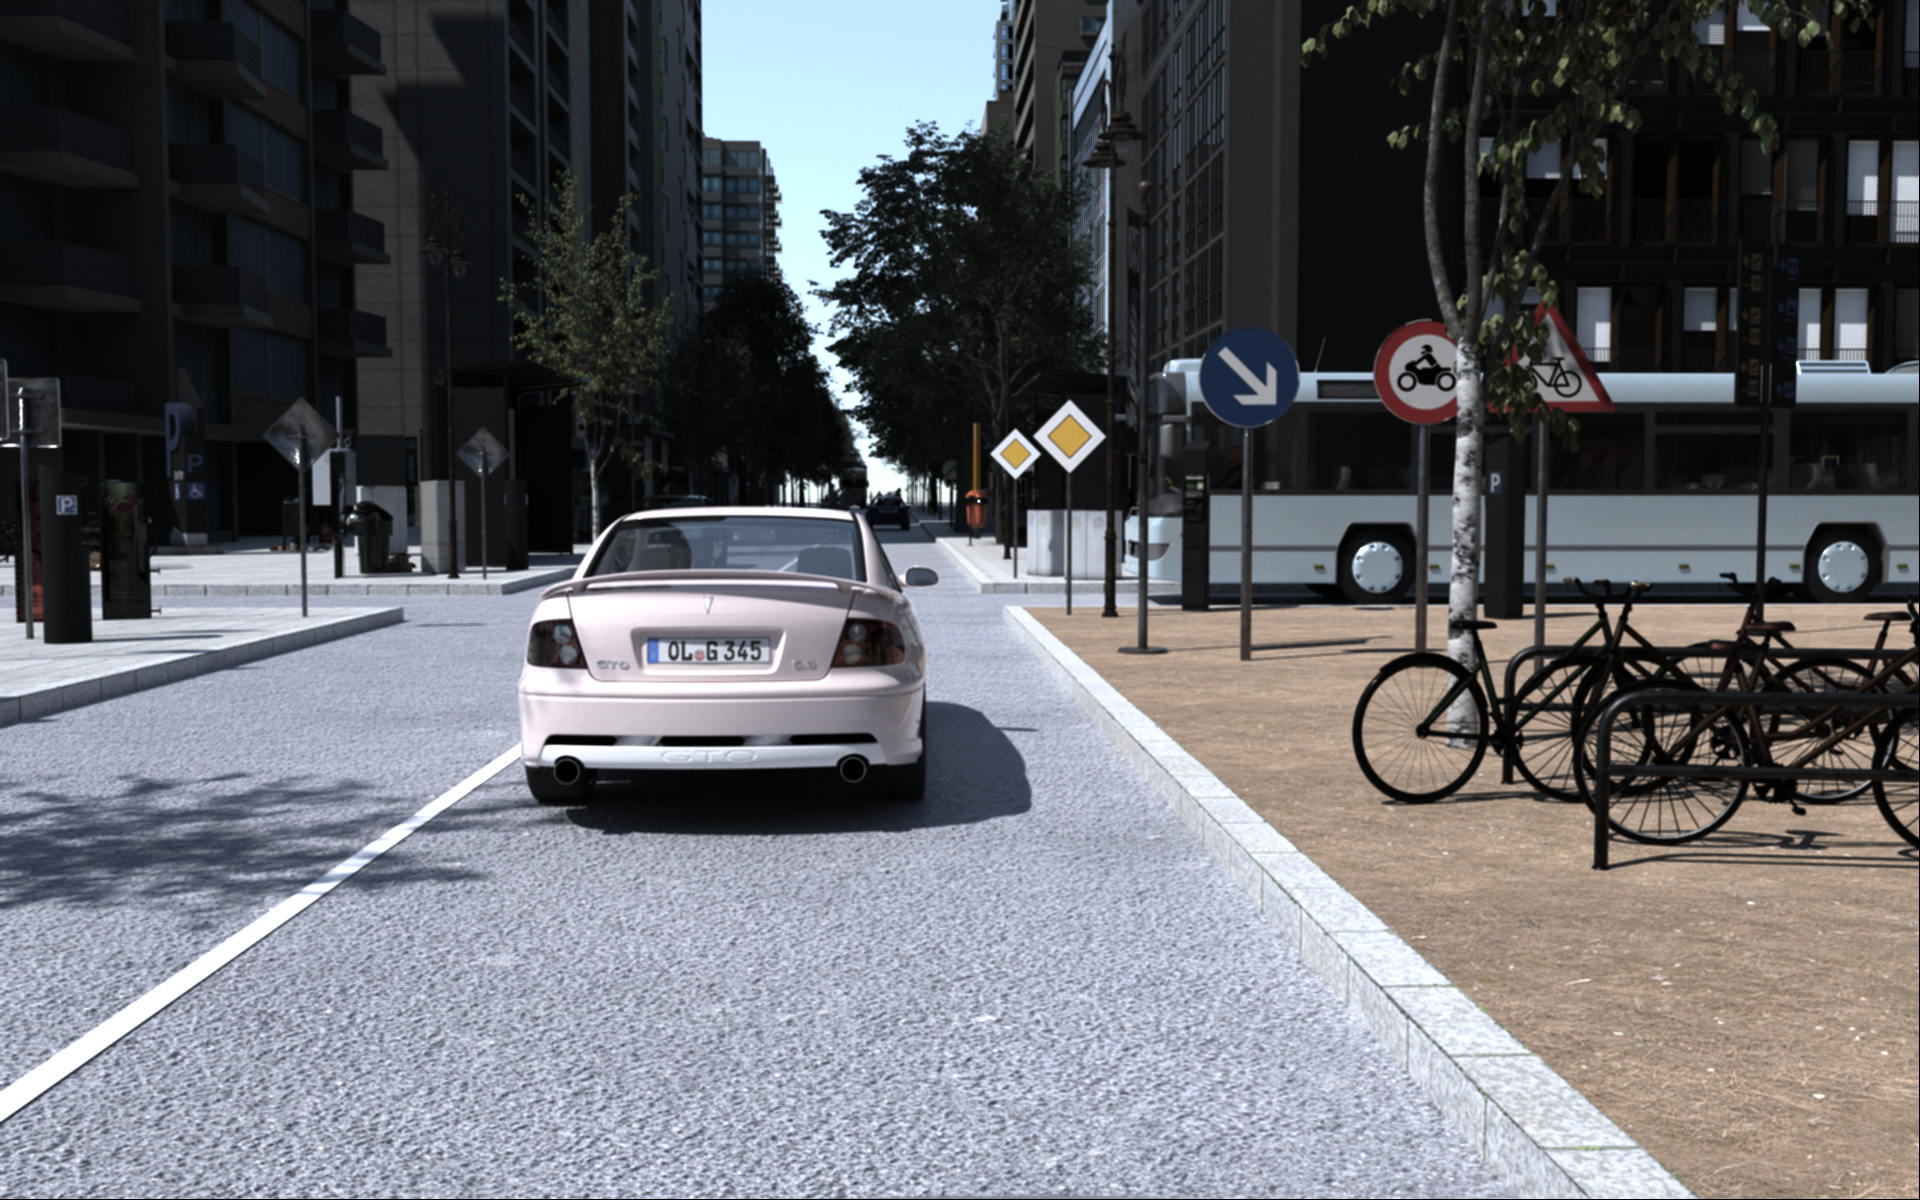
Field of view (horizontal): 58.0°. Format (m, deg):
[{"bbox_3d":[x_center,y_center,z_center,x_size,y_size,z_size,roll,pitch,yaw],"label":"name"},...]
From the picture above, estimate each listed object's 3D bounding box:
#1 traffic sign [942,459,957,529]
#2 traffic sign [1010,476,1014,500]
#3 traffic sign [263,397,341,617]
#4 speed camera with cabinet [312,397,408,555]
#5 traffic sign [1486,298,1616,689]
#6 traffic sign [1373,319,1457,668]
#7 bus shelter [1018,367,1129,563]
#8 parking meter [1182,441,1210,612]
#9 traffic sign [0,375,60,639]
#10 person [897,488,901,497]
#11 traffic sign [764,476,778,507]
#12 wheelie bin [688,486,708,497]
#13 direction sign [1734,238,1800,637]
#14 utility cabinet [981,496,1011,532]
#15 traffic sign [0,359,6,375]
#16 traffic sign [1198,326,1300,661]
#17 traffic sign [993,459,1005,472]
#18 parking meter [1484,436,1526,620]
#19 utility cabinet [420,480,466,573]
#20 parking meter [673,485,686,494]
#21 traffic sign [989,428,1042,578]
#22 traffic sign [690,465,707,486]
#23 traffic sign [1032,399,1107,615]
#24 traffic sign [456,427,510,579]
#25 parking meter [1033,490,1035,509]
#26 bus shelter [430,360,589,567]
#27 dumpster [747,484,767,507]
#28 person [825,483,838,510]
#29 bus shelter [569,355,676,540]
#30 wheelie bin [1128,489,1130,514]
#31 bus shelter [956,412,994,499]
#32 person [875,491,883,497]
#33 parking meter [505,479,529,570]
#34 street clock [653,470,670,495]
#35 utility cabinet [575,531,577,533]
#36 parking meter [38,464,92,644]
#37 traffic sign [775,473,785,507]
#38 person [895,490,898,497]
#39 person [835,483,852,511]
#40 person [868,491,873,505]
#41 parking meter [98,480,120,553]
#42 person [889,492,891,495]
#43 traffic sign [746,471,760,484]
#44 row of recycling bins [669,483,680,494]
[{"bbox_3d":[-0.290,-3.880,63.540,0.768,2.556,0.104,0,4,3],"label":"traffic sign"},{"bbox_3d":[1.921,-3.993,65.398,0.768,2.556,0.104,0,4,4],"label":"traffic sign"},{"bbox_3d":[-6.837,-0.879,18.019,0.795,2.450,0.064,0,4,-2],"label":"traffic sign"},{"bbox_3d":[-12.445,-2.545,35.939,0.660,3.252,2.038,2,4,28],"label":"speed camera with cabinet"},{"bbox_3d":[3.808,-0.693,11.328,0.884,2.594,0.081,0,4,6],"label":"traffic sign"},{"bbox_3d":[3.404,-0.772,12.722,0.768,2.556,0.104,0,4,4],"label":"traffic sign"},{"bbox_3d":[2.261,-2.688,35.230,1.731,3.624,6.357,0,4,-2],"label":"bus shelter"},{"bbox_3d":[2.590,-0.813,19.005,0.255,1.863,0.399,1,4,16],"label":"parking meter"},{"bbox_3d":[-8.234,-0.804,15.272,0.606,2.300,0.079,0,4,-2],"label":"traffic sign"},{"bbox_3d":[-3.736,-6.054,107.496,0.705,1.823,1.348,0,4,3],"label":"person"},{"bbox_3d":[-10.577,-5.923,96.946,0.768,2.556,0.104,0,4,-1],"label":"traffic sign"},{"bbox_3d":[-10.513,-3.755,69.304,0.980,1.594,0.693,0,4,-3],"label":"wheelie bin"},{"bbox_3d":[7.273,-1.447,15.660,0.876,3.537,0.379,-2,4,-32],"label":"direction sign"},{"bbox_3d":[1.217,-2.894,58.484,1.020,1.237,0.306,0,4,3],"label":"utility cabinet"},{"bbox_3d":[-7.538,-0.677,13.198,0.606,2.300,0.079,0,4,5],"label":"traffic sign"},{"bbox_3d":[2.205,-0.806,13.286,0.768,2.556,0.104,0,4,7],"label":"traffic sign"},{"bbox_3d":[1.381,-3.159,51.764,0.768,2.556,0.104,0,4,7],"label":"traffic sign"},{"bbox_3d":[5.602,-0.741,17.820,0.255,1.863,0.399,-1,4,-16],"label":"parking meter"},{"bbox_3d":[-8.425,-1.194,28.201,0.318,1.500,1.173,0,4,5],"label":"utility cabinet"},{"bbox_3d":[-8.112,-2.551,50.113,0.372,1.533,0.369,0,3,0],"label":"parking meter"},{"bbox_3d":[0.840,-1.385,26.289,0.795,2.450,0.064,0,4,-2],"label":"traffic sign"},{"bbox_3d":[-11.484,-4.639,75.949,0.768,2.556,0.104,0,4,-1],"label":"traffic sign"},{"bbox_3d":[1.152,-0.897,18.309,0.795,2.450,0.064,0,4,-2],"label":"traffic sign"},{"bbox_3d":[-7.149,-1.367,25.998,0.795,2.450,0.064,0,4,-2],"label":"traffic sign"},{"bbox_3d":[3.731,-4.617,83.896,0.372,1.533,0.369,0,3,0],"label":"parking meter"},{"bbox_3d":[-8.534,-2.574,33.371,1.731,3.624,6.357,0,4,-2],"label":"bus shelter"},{"bbox_3d":[-11.869,-5.778,100.236,1.264,1.857,1.865,0,4,-2],"label":"dumpster"},{"bbox_3d":[-4.550,-3.244,61.668,0.853,1.813,0.709,0,4,1],"label":"person"},{"bbox_3d":[-10.321,-4.601,52.864,2.179,5.291,8.768,0,4,-2],"label":"bus shelter"},{"bbox_3d":[6.729,-3.914,71.894,0.980,1.594,0.693,-3,4,-37],"label":"wheelie bin"},{"bbox_3d":[0.718,-6.413,82.479,2.179,5.291,8.768,0,4,-2],"label":"bus shelter"},{"bbox_3d":[-7.500,-9.287,161.067,1.217,1.736,0.721,0,4,-1],"label":"person"},{"bbox_3d":[-7.503,-1.278,29.307,0.372,1.533,0.369,0,3,0],"label":"parking meter"},{"bbox_3d":[-8.806,-2.849,51.152,0.471,2.002,0.358,0,4,-7],"label":"street clock"},{"bbox_3d":[-12.563,-2.837,57.540,1.020,1.237,0.306,2,4,32],"label":"utility cabinet"},{"bbox_3d":[-7.717,-0.400,14.943,0.372,1.533,0.369,0,3,0],"label":"parking meter"},{"bbox_3d":[-10.263,-5.968,97.680,0.768,2.556,0.104,0,4,2],"label":"traffic sign"},{"bbox_3d":[-4.603,-7.360,129.663,0.721,1.723,1.217,1,4,19],"label":"person"},{"bbox_3d":[-3.865,-2.978,57.371,0.473,1.802,0.592,-1,4,-20],"label":"person"},{"bbox_3d":[-11.966,-13.678,232.149,0.705,1.823,1.348,-2,4,-23],"label":"person"},{"bbox_3d":[-14.934,-1.349,30.469,0.372,1.533,0.369,0,3,0],"label":"parking meter"},{"bbox_3d":[-9.722,-13.876,236.191,0.721,1.723,1.217,-1,4,-14],"label":"person"},{"bbox_3d":[-11.038,-5.650,92.476,0.768,2.556,0.104,0,4,2],"label":"traffic sign"},{"bbox_3d":[-10.730,-3.328,61.528,1.069,1.692,3.534,0,4,7],"label":"row of recycling bins"}]
